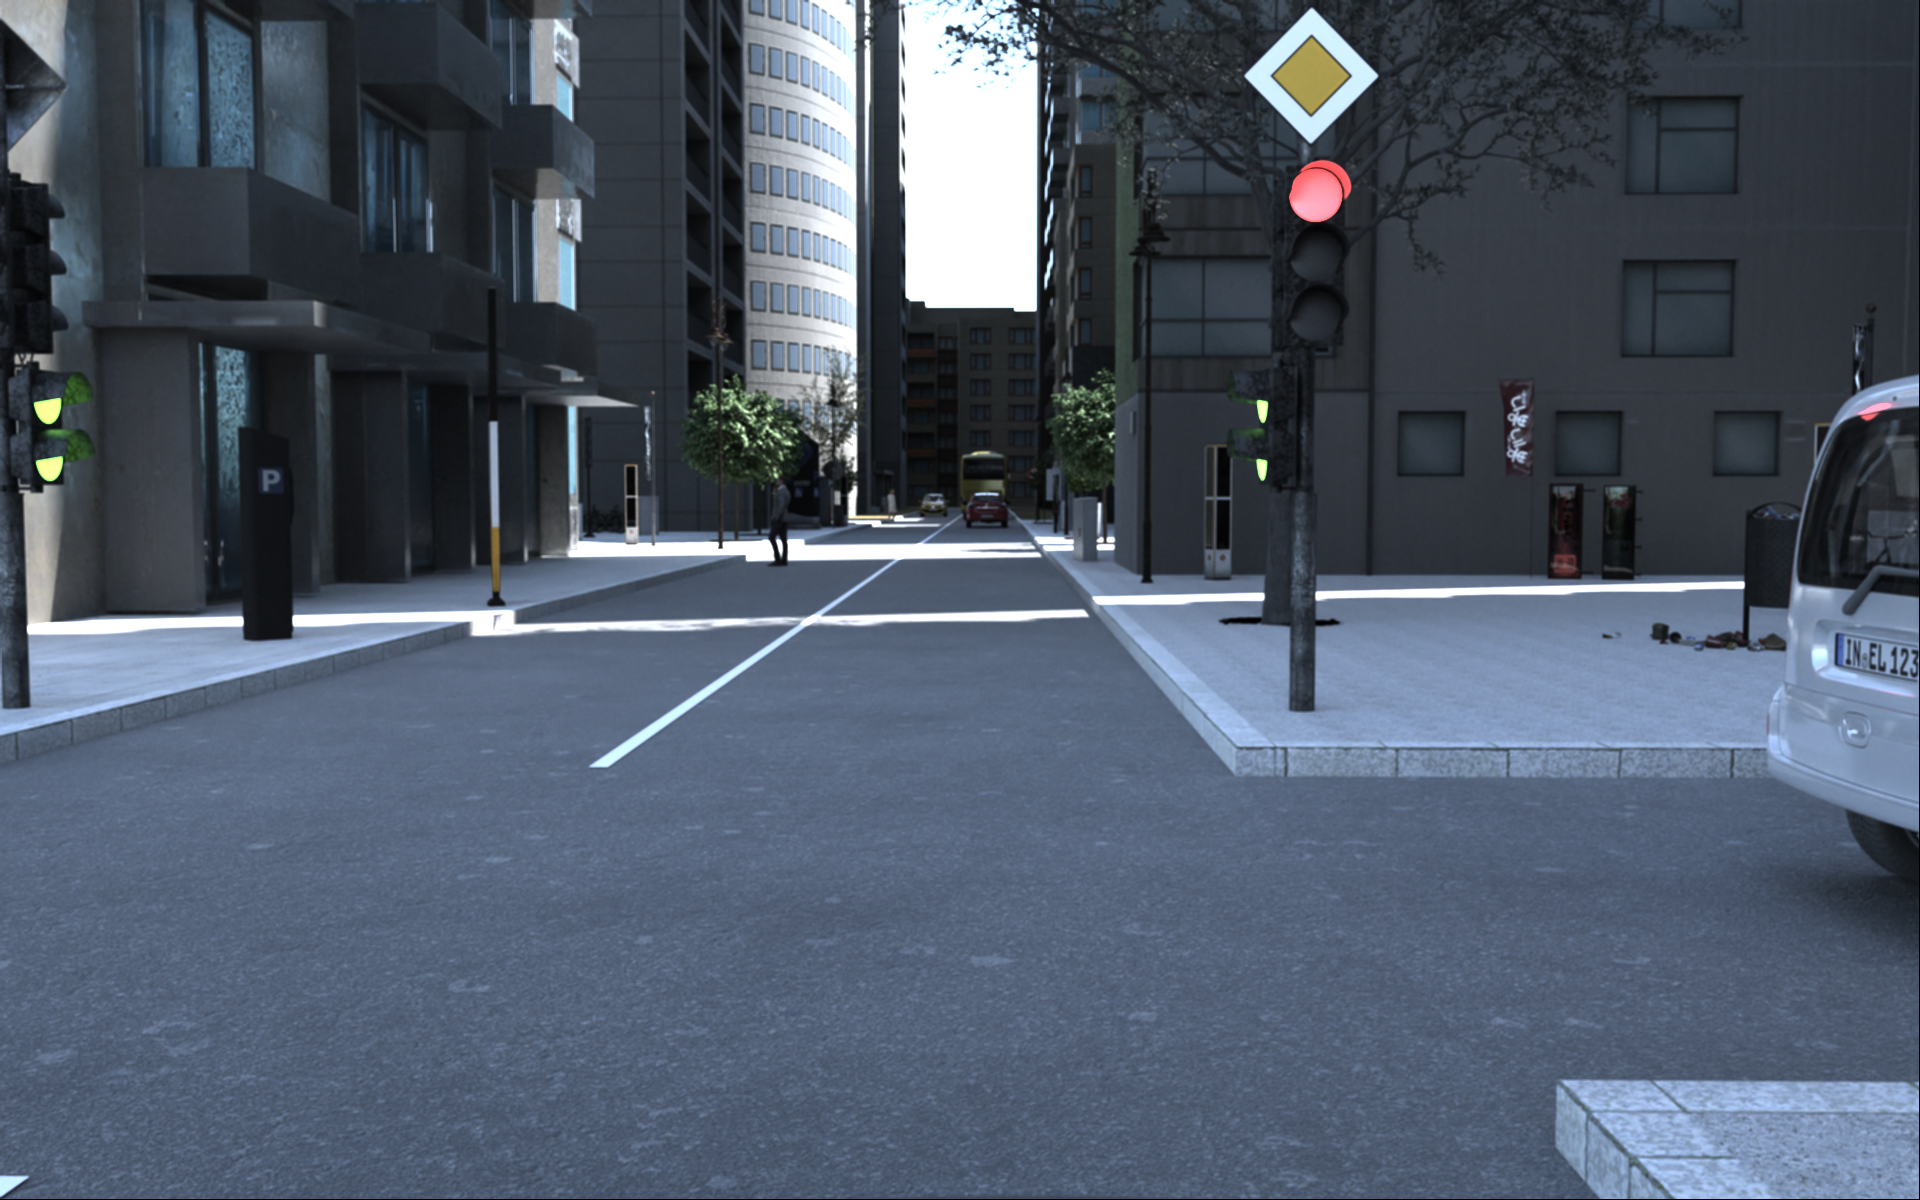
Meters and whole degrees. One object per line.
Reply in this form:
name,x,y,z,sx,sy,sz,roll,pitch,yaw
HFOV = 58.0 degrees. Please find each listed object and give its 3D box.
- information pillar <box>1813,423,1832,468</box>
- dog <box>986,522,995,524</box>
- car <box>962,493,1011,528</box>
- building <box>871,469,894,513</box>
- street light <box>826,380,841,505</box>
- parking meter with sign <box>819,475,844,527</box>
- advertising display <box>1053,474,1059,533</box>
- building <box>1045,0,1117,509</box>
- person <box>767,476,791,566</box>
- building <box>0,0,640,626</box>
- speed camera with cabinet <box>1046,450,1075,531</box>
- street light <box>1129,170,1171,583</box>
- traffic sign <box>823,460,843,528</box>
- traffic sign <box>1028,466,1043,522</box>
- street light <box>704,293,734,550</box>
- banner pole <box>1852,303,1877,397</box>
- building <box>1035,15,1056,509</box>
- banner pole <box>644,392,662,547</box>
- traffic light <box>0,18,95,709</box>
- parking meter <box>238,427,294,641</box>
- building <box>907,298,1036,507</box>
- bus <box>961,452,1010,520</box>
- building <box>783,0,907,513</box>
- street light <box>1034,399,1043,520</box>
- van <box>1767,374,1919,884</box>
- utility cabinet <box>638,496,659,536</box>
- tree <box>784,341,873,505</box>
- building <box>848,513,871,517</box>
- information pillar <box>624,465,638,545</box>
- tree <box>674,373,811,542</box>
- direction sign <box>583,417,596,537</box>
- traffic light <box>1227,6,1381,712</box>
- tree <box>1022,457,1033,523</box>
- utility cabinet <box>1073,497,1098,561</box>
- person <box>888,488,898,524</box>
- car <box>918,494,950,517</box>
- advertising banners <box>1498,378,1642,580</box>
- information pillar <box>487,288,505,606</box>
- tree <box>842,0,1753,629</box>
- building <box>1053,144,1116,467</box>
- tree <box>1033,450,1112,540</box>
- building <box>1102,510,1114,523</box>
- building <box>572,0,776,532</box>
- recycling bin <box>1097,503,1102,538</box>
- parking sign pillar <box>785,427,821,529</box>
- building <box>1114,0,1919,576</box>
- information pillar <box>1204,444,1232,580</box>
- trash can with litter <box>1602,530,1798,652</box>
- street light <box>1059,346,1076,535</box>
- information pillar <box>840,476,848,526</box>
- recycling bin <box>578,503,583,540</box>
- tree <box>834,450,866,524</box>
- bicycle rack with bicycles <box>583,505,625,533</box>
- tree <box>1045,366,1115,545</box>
information pillar,9.035,-0.821,17.918,0.304,2.012,0.304,-2,4,-34
dog,1.502,-3.927,84.400,0.550,0.427,0.748,1,4,10
car,1.151,-4.039,75.081,2.155,1.783,4.494,0,4,0
building,-21.277,-26.551,125.992,32.217,40.220,23.993,0,4,1
street light,-5.071,-5.908,69.377,0.468,5.910,1.993,0,4,1
parking meter with sign,-5.379,-4.362,67.585,1.738,3.016,0.543,1,4,17
advertising display,3.170,-3.181,57.228,0.123,1.923,0.974,1,4,8
building,17.746,-31.191,129.582,23.786,49.044,30.456,0,4,1
person,-3.620,-1.587,34.630,0.473,1.802,0.592,1,4,23
building,-18.418,-24.798,25.054,23.786,49.044,30.456,0,4,1
speed camera with cabinet,3.514,-4.056,60.647,0.660,3.252,2.038,1,4,17
street light,2.705,-3.186,24.880,0.468,5.910,1.993,0,4,1
traffic sign,-4.746,-3.960,64.852,0.768,2.556,0.104,0,4,7
traffic sign,3.399,-4.724,77.341,0.768,2.556,0.104,0,4,4
street light,-5.543,-4.108,39.955,0.468,5.910,1.993,0,4,1
banner pole,11.805,-1.999,22.695,0.863,3.779,0.401,-3,5,-44
building,13.743,-30.700,152.060,14.600,45.320,14.200,0,4,1
banner pole,-7.619,-3.214,42.566,0.401,3.779,0.863,-2,4,-27
traffic light,-5.651,-1.307,10.283,0.839,4.253,0.868,0,4,1
parking meter,-6.107,-0.585,15.273,0.255,1.863,0.399,3,5,45
building,-5.439,-20.720,183.812,28.899,21.520,27.650,0,4,1
bus,1.457,-6.625,99.870,2.896,3.916,12.252,0,4,2
building,-18.838,-37.136,149.177,28.212,58.520,21.231,0,4,1
street light,3.809,-6.820,84.289,0.468,5.910,1.993,0,4,1
van,4.950,0.085,5.629,4.112,2.044,2.013,0,4,1
utility cabinet,-9.778,-2.616,53.932,0.306,1.237,1.020,2,4,24
tree,-6.037,-8.096,82.731,4.360,8.622,3.978,0,3,0
building,-16.621,-34.069,99.028,21.231,58.520,28.212,0,4,1
information pillar,-8.253,-2.386,43.501,0.304,2.012,0.304,0,4,-8
tree,-6.035,-3.858,46.797,4.285,4.588,4.351,0,3,0
direction sign,-11.001,-3.626,51.290,0.379,3.537,0.876,-1,4,-23
traffic light,2.009,-1.299,10.156,0.839,4.253,0.868,0,4,1
tree,3.524,-4.919,75.025,1.663,3.219,1.824,0,3,0
utility cabinet,2.409,-1.364,33.463,0.306,1.237,1.020,0,4,-7
person,-3.211,-4.452,82.040,0.466,1.731,0.760,0,4,7
car,-1.666,-6.123,110.327,2.015,1.641,3.980,0,4,1
advertising banners,9.163,-1.828,26.072,2.074,3.025,0.090,1,4,20
information pillar,-5.375,-1.749,19.948,0.183,3.616,0.504,-1,4,-17
tree,3.215,-6.494,16.551,12.009,13.543,11.850,0,3,0
building,19.731,-15.595,100.017,27.650,21.520,28.899,0,4,1
tree,3.355,-3.321,48.904,1.663,3.219,1.824,0,3,0
building,15.939,-46.183,67.765,22.319,86.520,31.000,0,4,1
building,-17.137,-38.464,67.144,20.563,71.187,20.611,0,4,1
recycling bin,3.810,-2.366,51.241,0.722,1.027,0.722,1,4,13
parking sign pillar,-5.805,-4.578,63.317,1.447,3.967,1.447,2,4,27
building,9.950,-21.366,32.930,14.154,41.232,14.086,0,4,1
information pillar,3.853,-1.306,25.840,0.304,2.012,0.304,-1,4,-22
trash can with litter,6.622,-0.225,14.743,1.678,1.210,2.233,-3,4,-37
street light,3.345,-4.985,54.298,0.468,5.910,1.993,0,4,1
information pillar,-4.603,-3.931,68.763,0.304,2.012,0.304,0,4,0
recycling bin,-10.884,-2.179,48.179,0.722,1.027,0.722,-1,4,-8
tree,-5.098,-4.934,75.273,1.663,3.219,1.824,0,3,0
bicycle rack with bicycles,-11.699,-2.667,56.988,2.925,0.926,2.852,0,4,-6
tree,3.798,-3.720,44.535,4.285,4.588,4.351,0,3,0
